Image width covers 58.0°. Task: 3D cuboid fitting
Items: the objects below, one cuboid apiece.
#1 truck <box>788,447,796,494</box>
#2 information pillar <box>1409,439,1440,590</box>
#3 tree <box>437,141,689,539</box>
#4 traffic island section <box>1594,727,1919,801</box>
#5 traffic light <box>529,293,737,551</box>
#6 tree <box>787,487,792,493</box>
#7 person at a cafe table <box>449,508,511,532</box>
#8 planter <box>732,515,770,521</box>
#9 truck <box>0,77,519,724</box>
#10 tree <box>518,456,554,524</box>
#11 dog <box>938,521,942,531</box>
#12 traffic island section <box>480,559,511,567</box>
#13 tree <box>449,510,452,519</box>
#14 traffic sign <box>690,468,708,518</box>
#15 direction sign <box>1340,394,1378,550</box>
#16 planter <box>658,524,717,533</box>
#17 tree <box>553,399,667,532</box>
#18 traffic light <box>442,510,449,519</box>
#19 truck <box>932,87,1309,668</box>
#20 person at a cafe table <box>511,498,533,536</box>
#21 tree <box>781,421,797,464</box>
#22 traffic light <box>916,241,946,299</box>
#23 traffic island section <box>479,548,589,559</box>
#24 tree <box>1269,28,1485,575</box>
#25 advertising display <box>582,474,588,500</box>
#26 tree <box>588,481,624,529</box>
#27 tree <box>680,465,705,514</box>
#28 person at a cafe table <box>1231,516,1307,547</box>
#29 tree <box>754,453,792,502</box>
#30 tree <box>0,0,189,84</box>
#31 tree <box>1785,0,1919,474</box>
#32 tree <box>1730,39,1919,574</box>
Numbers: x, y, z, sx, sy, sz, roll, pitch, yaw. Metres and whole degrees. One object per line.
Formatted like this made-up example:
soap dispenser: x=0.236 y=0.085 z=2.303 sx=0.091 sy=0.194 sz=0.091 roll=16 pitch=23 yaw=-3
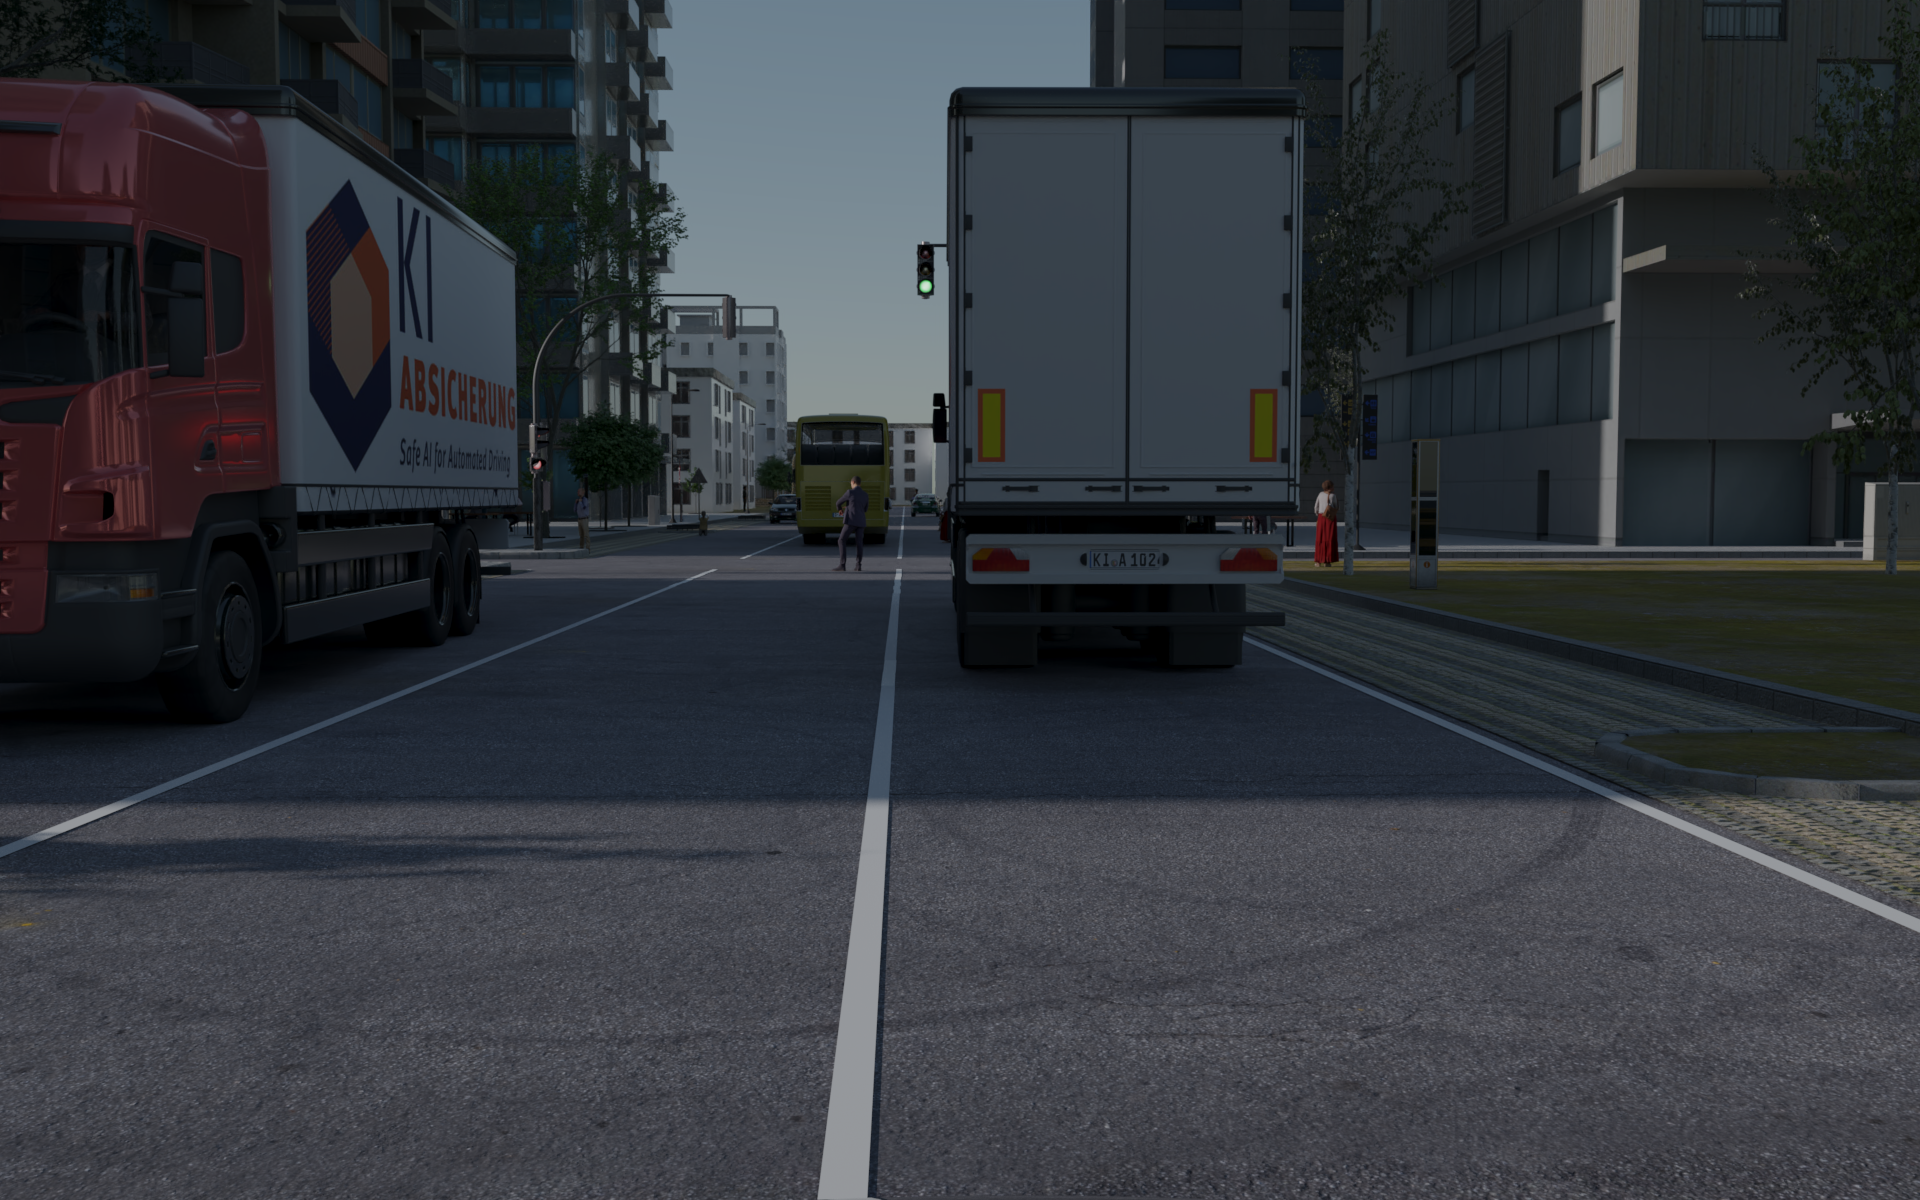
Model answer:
truck: x=-8.665 y=-7.110 z=105.160 sx=2.839 sy=4.237 sz=11.283 roll=0 pitch=4 yaw=-1
information pillar: x=6.254 y=-1.151 z=23.318 sx=0.304 sy=2.012 sz=0.304 roll=0 pitch=4 yaw=-2
tree: x=-11.987 y=-7.606 z=50.106 sx=9.928 sy=11.665 sz=9.643 roll=0 pitch=3 yaw=0
traffic island section: x=4.442 y=0.846 z=9.029 sx=1.991 sy=0.108 sz=1.994 roll=0 pitch=4 yaw=-2
traffic light: x=-7.474 y=-3.956 z=39.353 sx=4.771 sy=5.953 sz=1.251 roll=0 pitch=4 yaw=-2
tree: x=-15.354 y=-10.209 z=161.525 sx=1.663 sy=3.219 sz=1.824 roll=0 pitch=3 yaw=0
person at a cafe table: x=-14.298 y=-2.566 z=50.462 sx=1.698 sy=1.524 sz=1.622 roll=1 pitch=4 yaw=9
planter: x=-10.911 y=-4.281 z=91.127 sx=1.991 sy=0.319 sz=1.994 roll=0 pitch=4 yaw=-2
truck: x=-5.912 y=-1.542 z=14.131 sx=2.839 sy=4.237 sz=11.283 roll=0 pitch=4 yaw=-4
tree: x=-18.565 y=-4.951 z=75.558 sx=1.663 sy=3.219 sz=1.824 roll=0 pitch=3 yaw=0
dog: x=-0.598 y=-2.856 z=66.893 sx=0.748 sy=0.427 sz=0.550 roll=-1 pitch=4 yaw=-18
traffic island section: x=-9.350 y=-0.558 z=31.405 sx=2.009 sy=0.180 sz=2.903 roll=0 pitch=4 yaw=-2
tree: x=-21.939 y=-5.540 z=74.288 sx=4.285 sy=4.588 sz=4.351 roll=0 pitch=3 yaw=0
traffic sign: x=-12.811 y=-5.199 z=85.009 sx=0.884 sy=2.594 sz=0.081 roll=0 pitch=4 yaw=4
direction sign: x=9.081 y=-2.903 z=39.467 sx=0.876 sy=3.537 sz=0.379 roll=-1 pitch=4 yaw=-11
planter: x=-10.060 y=-2.630 z=64.140 sx=1.991 sy=0.319 sz=1.994 roll=0 pitch=4 yaw=-2
tree: x=-12.336 y=-4.653 z=59.797 sx=4.285 sy=4.588 sz=4.351 roll=0 pitch=3 yaw=0
traffic light: x=-9.310 y=-2.590 z=31.271 sx=0.839 sy=4.253 sz=0.868 roll=0 pitch=4 yaw=-2
truck: x=1.108 y=-1.753 z=17.571 sx=2.839 sy=4.237 sz=11.283 roll=0 pitch=4 yaw=-1
person at a cafe table: x=-13.881 y=-2.752 z=53.510 sx=1.698 sy=1.524 sz=1.622 roll=-1 pitch=4 yaw=-21
tree: x=-15.848 y=-13.619 z=173.028 sx=4.360 sy=8.622 sz=3.978 roll=0 pitch=3 yaw=0
traffic light: x=1.596 y=-3.475 z=31.489 sx=4.771 sy=5.953 sz=1.251 roll=0 pitch=4 yaw=-2
traffic island section: x=-9.602 y=-1.046 z=39.386 sx=2.009 sy=0.180 sz=2.903 roll=0 pitch=4 yaw=-2
tree: x=5.934 y=-4.705 z=27.291 sx=4.360 sy=8.622 sz=3.978 roll=0 pitch=3 yaw=0
advertising display: x=-12.007 y=-3.077 z=55.520 sx=0.123 sy=1.923 sz=0.974 roll=-1 pitch=4 yaw=-16
tree: x=-13.439 y=-4.258 z=64.214 sx=1.663 sy=3.219 sz=1.824 roll=0 pitch=3 yaw=0
tree: x=-17.073 y=-7.208 z=112.455 sx=1.663 sy=3.219 sz=1.824 roll=0 pitch=3 yaw=0
person at a cafe table: x=7.497 y=-2.064 z=42.259 sx=1.698 sy=1.524 sz=1.622 roll=1 pitch=4 yaw=19
tree: x=-14.762 y=-9.440 z=138.057 sx=4.285 sy=4.588 sz=4.351 roll=0 pitch=3 yaw=0
tree: x=-12.261 y=-5.294 z=20.966 sx=7.601 sy=10.594 sz=8.767 roll=-1 pitch=4 yaw=-9
tree: x=11.202 y=-4.218 z=19.326 sx=4.737 sy=8.622 sz=4.395 roll=0 pitch=3 yaw=0
tree: x=14.681 y=-4.718 z=27.500 sx=4.360 sy=8.622 sz=3.978 roll=0 pitch=3 yaw=0
